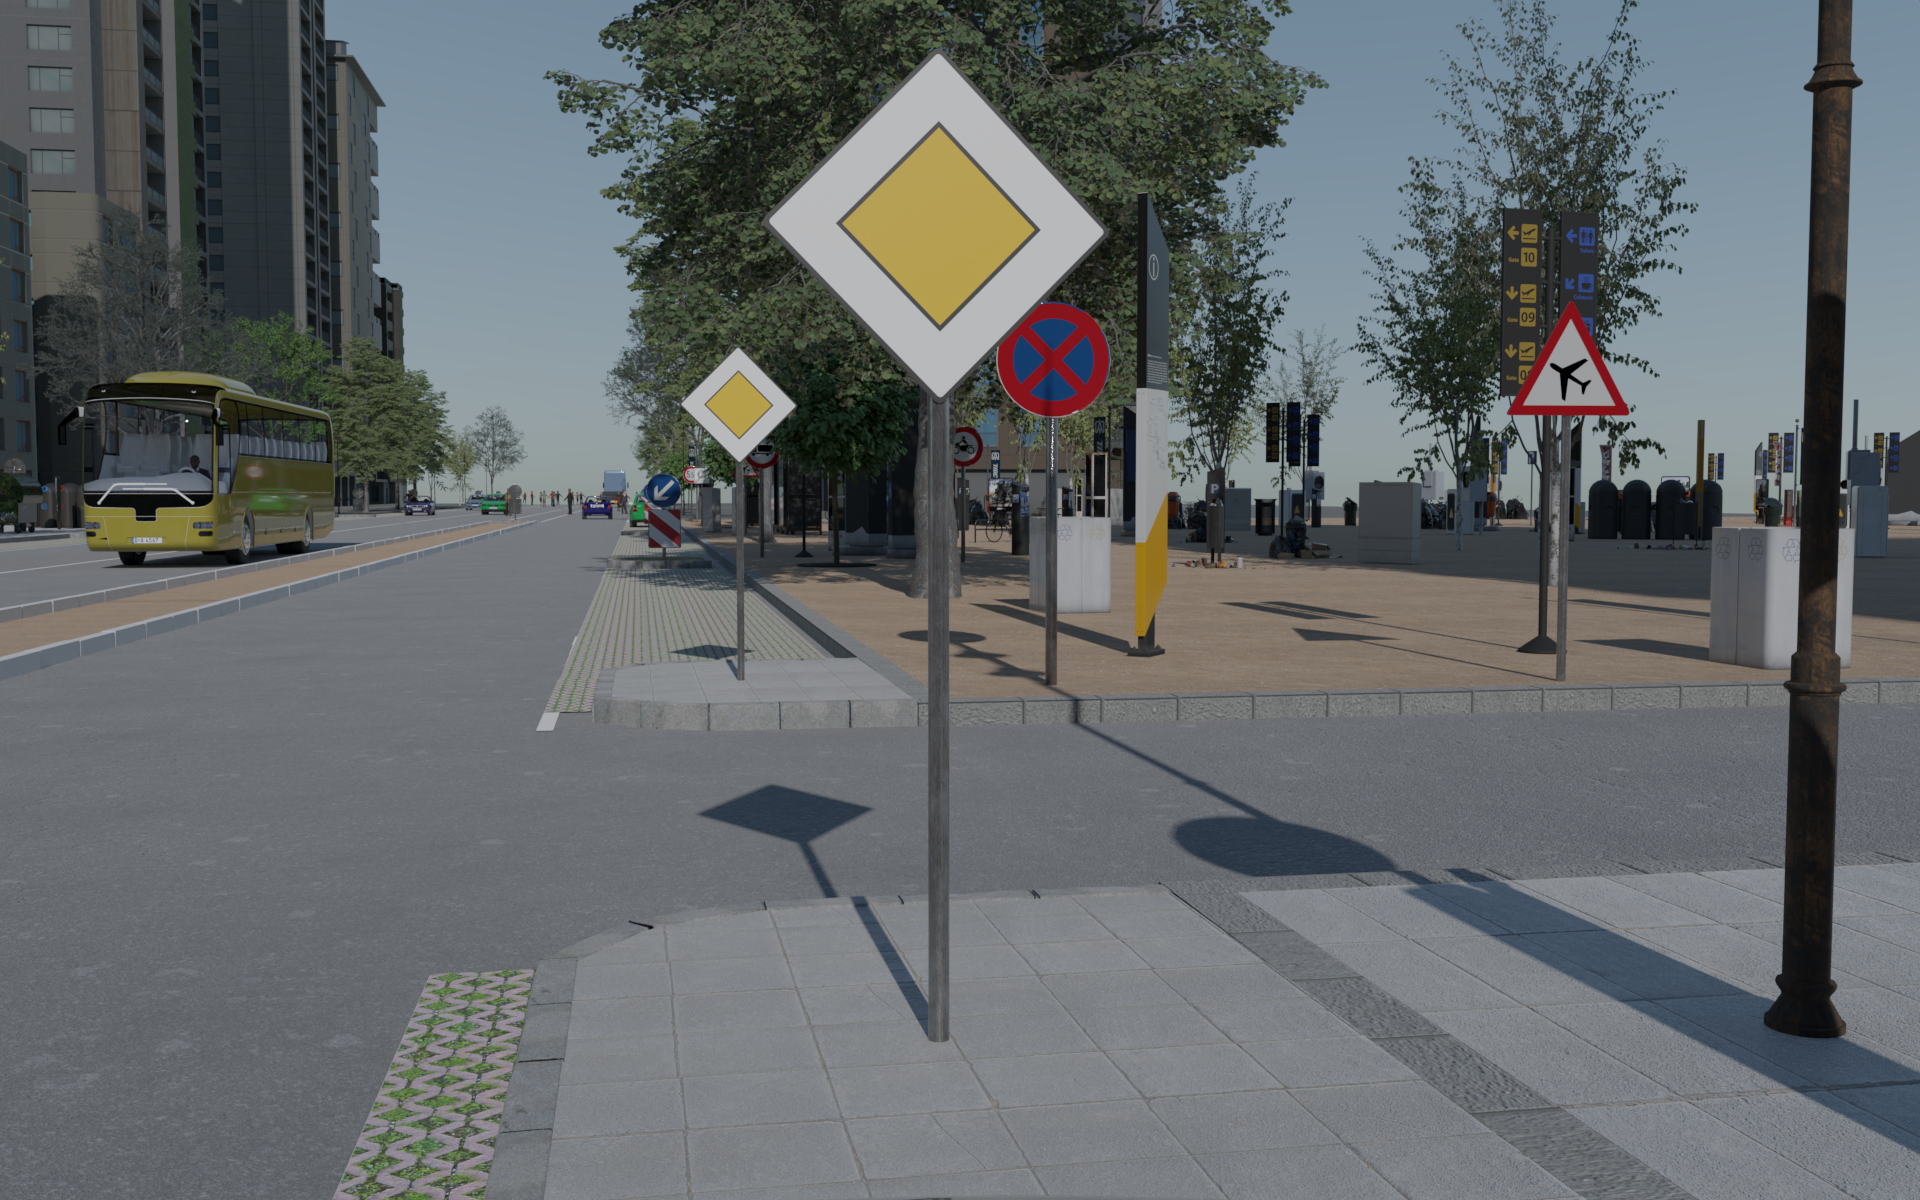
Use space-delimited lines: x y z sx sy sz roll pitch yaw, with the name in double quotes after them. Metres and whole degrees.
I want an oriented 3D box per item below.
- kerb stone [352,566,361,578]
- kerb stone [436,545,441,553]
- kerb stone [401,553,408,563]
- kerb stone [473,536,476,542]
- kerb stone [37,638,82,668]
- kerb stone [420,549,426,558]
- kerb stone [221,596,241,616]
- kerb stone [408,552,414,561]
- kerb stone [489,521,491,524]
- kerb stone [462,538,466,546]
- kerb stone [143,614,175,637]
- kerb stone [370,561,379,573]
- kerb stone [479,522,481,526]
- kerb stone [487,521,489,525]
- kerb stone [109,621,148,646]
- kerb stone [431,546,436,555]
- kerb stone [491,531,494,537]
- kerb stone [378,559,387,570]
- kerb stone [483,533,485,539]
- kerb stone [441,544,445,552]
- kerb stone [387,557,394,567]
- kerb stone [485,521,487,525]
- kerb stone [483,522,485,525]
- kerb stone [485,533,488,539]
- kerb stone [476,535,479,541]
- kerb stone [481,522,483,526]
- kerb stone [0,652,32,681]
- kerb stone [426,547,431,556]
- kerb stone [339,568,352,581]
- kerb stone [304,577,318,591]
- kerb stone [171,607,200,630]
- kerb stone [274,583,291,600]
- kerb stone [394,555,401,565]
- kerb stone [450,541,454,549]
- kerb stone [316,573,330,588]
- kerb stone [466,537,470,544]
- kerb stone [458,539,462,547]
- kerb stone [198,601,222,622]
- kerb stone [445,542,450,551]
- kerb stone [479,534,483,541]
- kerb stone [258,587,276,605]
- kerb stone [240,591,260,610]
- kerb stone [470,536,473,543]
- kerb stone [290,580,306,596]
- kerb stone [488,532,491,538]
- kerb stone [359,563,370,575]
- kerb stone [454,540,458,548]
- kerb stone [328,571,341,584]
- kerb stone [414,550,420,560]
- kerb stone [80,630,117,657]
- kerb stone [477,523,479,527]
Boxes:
-10.500 -0.462 29.819 0.120 0.150 1.000 -1 4 -10 "kerb stone"
-12.740 -1.201 41.916 0.120 0.150 1.000 -1 4 -10 "kerb stone"
-11.621 -0.836 35.867 0.120 0.150 1.000 -1 4 -10 "kerb stone"
-14.428 -1.760 50.983 0.120 0.150 1.000 -1 4 -10 "kerb stone"
-7.696 0.458 14.700 0.120 0.150 1.000 -1 4 -10 "kerb stone"
-12.179 -1.021 38.885 0.120 0.150 1.000 -1 4 -10 "kerb stone"
-8.812 0.089 20.737 0.120 0.150 1.000 -1 4 -10 "kerb stone"
-11.804 -0.898 36.875 0.120 0.150 1.000 -1 4 -10 "kerb stone"
-22.099 -3.585 80.810 0.120 0.150 1.000 -1 4 -10 "kerb stone"
-13.864 -1.572 47.956 0.120 0.150 1.000 -1 4 -10 "kerb stone"
-8.248 0.274 17.716 0.120 0.150 1.000 -1 4 -10 "kerb stone"
-10.866 -0.586 31.834 0.120 0.150 1.000 -1 4 -10 "kerb stone"
-21.165 -3.274 75.767 0.120 0.150 1.000 -1 4 -10 "kerb stone"
-21.909 -3.520 79.799 0.120 0.150 1.000 -1 4 -10 "kerb stone"
-8.064 0.337 16.711 0.120 0.150 1.000 -1 4 -10 "kerb stone"
-12.552 -1.141 40.900 0.120 0.150 1.000 -1 4 -10 "kerb stone"
-15.543 -2.130 57.020 0.120 0.150 1.000 -1 4 -10 "kerb stone"
-11.056 -0.651 32.838 0.120 0.150 1.000 -1 4 -10 "kerb stone"
-14.988 -1.946 54.004 0.120 0.150 1.000 -1 4 -10 "kerb stone"
-12.937 -1.268 42.922 0.120 0.150 1.000 -1 4 -10 "kerb stone"
-11.242 -0.712 33.843 0.120 0.150 1.000 -1 4 -10 "kerb stone"
-21.722 -3.462 78.791 0.120 0.150 1.000 -1 4 -10 "kerb stone"
-21.535 -3.400 77.787 0.120 0.150 1.000 -1 4 -10 "kerb stone"
-15.174 -2.007 55.009 0.120 0.150 1.000 -1 4 -10 "kerb stone"
-14.609 -1.822 51.989 0.120 0.150 1.000 -1 4 -10 "kerb stone"
-21.350 -3.338 76.772 0.120 0.150 1.000 -1 4 -10 "kerb stone"
-7.499 0.520 13.687 0.120 0.150 1.000 -1 4 -10 "kerb stone"
-12.362 -1.082 39.891 0.120 0.150 1.000 -1 4 -10 "kerb stone"
-10.306 -0.404 28.811 0.120 0.150 1.000 -1 4 -10 "kerb stone"
-9.745 -0.219 25.775 0.120 0.150 1.000 -1 4 -10 "kerb stone"
-8.434 0.213 18.721 0.120 0.150 1.000 -1 4 -10 "kerb stone"
-9.371 -0.096 23.760 0.120 0.150 1.000 -1 4 -10 "kerb stone"
-11.430 -0.769 34.854 0.120 0.150 1.000 -1 4 -10 "kerb stone"
-13.306 -1.391 44.940 0.120 0.150 1.000 -1 4 -10 "kerb stone"
-9.937 -0.279 26.792 0.120 0.150 1.000 -1 4 -10 "kerb stone"
-14.048 -1.635 48.961 0.120 0.150 1.000 -1 4 -10 "kerb stone"
-13.681 -1.514 46.950 0.120 0.150 1.000 -1 4 -10 "kerb stone"
-8.618 0.151 19.734 0.120 0.150 1.000 -1 4 -10 "kerb stone"
-13.115 -1.329 43.931 0.120 0.150 1.000 -1 4 -10 "kerb stone"
-14.795 -1.884 52.994 0.120 0.150 1.000 -1 4 -10 "kerb stone"
-9.185 -0.034 22.753 0.120 0.150 1.000 -1 4 -10 "kerb stone"
-8.996 0.027 21.749 0.120 0.150 1.000 -1 4 -10 "kerb stone"
-14.237 -1.699 49.971 0.120 0.150 1.000 -1 4 -10 "kerb stone"
-9.554 -0.157 24.771 0.120 0.150 1.000 -1 4 -10 "kerb stone"
-15.363 -2.068 56.014 0.120 0.150 1.000 -1 4 -10 "kerb stone"
-10.681 -0.528 30.827 0.120 0.150 1.000 -1 4 -10 "kerb stone"
-13.493 -1.453 45.946 0.120 0.150 1.000 -1 4 -10 "kerb stone"
-10.127 -0.343 27.805 0.120 0.150 1.000 -1 4 -10 "kerb stone"
-11.997 -0.959 37.879 0.120 0.150 1.000 -1 4 -10 "kerb stone"
-7.880 0.405 15.706 0.120 0.150 1.000 -1 4 -10 "kerb stone"
-20.969 -3.211 74.750 0.120 0.150 1.000 -1 4 -10 "kerb stone"
